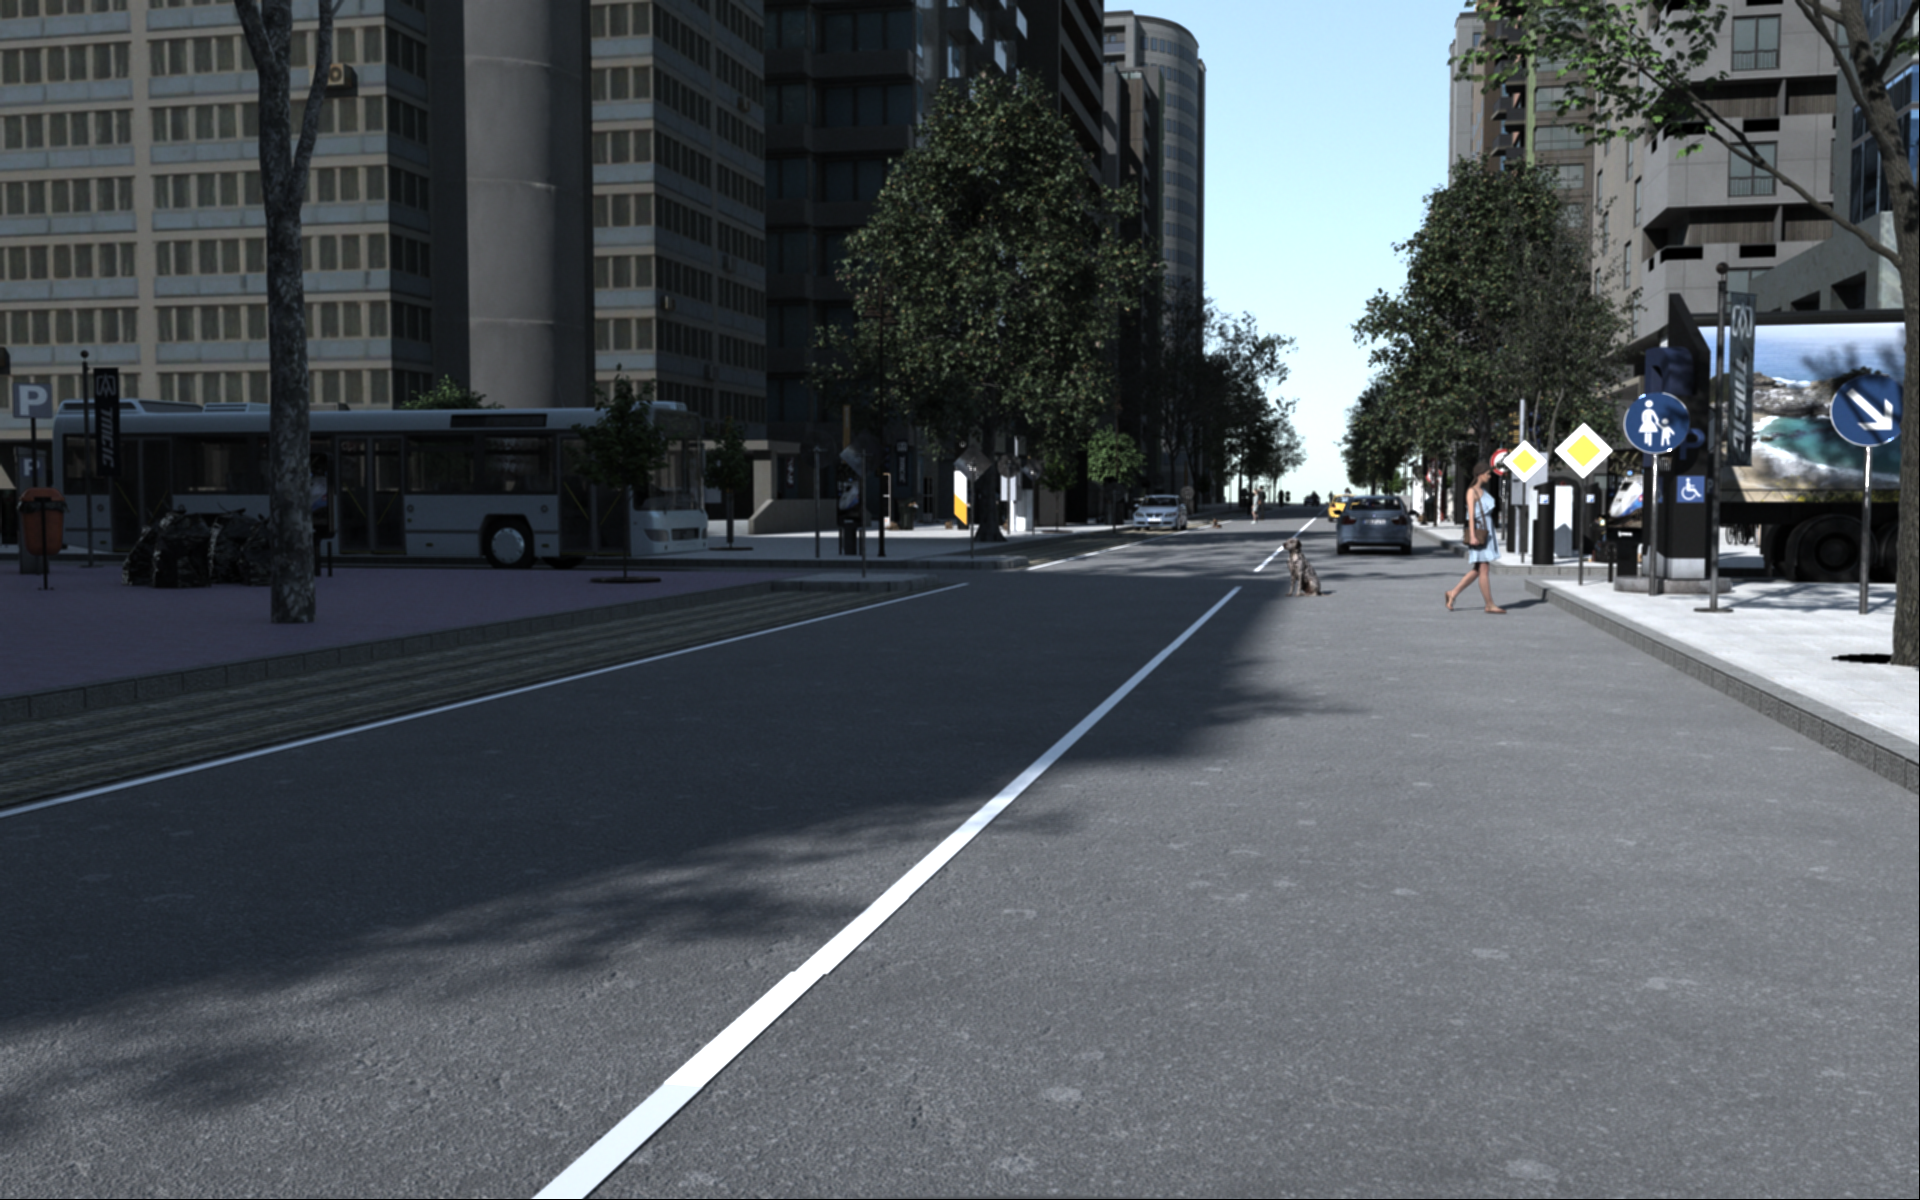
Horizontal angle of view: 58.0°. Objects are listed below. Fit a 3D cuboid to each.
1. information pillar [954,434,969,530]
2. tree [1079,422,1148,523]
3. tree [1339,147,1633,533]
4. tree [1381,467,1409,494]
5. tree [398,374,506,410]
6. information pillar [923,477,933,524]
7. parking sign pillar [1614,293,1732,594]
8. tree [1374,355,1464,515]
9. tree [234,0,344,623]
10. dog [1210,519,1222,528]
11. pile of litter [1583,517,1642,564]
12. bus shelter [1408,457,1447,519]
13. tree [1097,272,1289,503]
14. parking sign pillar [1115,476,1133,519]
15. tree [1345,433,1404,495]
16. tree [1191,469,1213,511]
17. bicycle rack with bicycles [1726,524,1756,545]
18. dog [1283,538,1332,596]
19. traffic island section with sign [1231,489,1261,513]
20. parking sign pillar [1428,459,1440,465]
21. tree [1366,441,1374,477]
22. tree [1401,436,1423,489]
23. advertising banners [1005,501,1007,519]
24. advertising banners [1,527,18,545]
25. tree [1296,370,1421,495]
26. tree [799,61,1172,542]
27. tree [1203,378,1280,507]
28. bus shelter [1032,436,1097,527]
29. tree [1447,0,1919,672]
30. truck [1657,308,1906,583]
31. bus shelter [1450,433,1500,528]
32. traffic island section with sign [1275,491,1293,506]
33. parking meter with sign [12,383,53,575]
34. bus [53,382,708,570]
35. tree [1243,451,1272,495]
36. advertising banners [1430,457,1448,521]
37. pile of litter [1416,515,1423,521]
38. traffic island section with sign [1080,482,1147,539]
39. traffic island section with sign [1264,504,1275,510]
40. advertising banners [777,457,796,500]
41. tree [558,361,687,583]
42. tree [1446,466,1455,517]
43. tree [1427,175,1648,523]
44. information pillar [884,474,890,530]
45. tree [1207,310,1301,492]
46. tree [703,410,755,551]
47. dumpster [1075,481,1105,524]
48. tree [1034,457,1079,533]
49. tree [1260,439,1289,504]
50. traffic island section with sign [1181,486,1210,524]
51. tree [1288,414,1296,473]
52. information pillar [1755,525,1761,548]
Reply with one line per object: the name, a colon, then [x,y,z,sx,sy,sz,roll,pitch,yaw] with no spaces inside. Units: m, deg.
information pillar: [0.046,-4.317,61.930,0.504,3.616,0.183,1,4,23]
tree: [6.833,-5.796,78.481,4.285,4.588,4.351,0,3,0]
tree: [17.533,-8.587,57.413,9.611,12.733,9.660,0,3,0]
tree: [31.461,-7.966,124.843,1.663,3.219,1.824,0,3,0]
tree: [-13.883,-3.893,47.364,4.285,4.588,4.351,0,3,0]
information pillar: [-1.373,-4.238,73.785,0.304,2.012,0.304,2,4,35]
parking sign pillar: [9.389,-2.095,22.719,1.447,3.967,1.447,0,4,5]
tree: [23.010,-8.252,85.280,4.737,8.622,4.395,0,3,0]
tree: [-7.891,-9.787,15.908,12.611,20.169,13.585,0,3,0]
dog: [10.766,-3.230,73.000,0.550,0.427,0.748,1,4,19]
pile of litter: [12.336,-1.138,32.575,1.176,0.858,1.719,1,4,8]
bus shelter: [24.693,-5.950,91.211,2.014,3.302,5.546,1,4,12]
tree: [11.892,-11.376,96.368,12.009,13.543,11.850,0,3,0]
parking sign pillar: [8.501,-6.214,90.064,1.447,3.967,1.447,2,4,29]
tree: [52.030,-18.181,215.379,7.486,12.596,7.792,0,3,0]
tree: [18.625,-8.490,133.414,1.663,3.219,1.824,0,3,0]
bicycle rack with bicycles: [19.740,-1.923,44.819,2.925,0.926,2.852,-3,5,-43]
dog: [4.941,-0.458,24.319,0.800,0.831,0.513,1,4,11]
traffic island section with sign: [21.591,-7.506,131.357,1.989,1.847,2.006,1,4,12]
parking sign pillar: [27.874,-6.958,102.240,1.447,3.967,1.447,0,4,-5]
tree: [36.754,-12.036,147.158,4.737,8.622,4.395,0,3,0]
tree: [21.077,-7.691,76.106,4.360,8.622,3.978,0,3,0]
advertising banners: [2.702,-5.669,88.873,0.090,3.025,2.074,-1,4,-19]
advertising banners: [-24.839,-2.919,43.912,2.074,3.025,0.090,0,4,2]
tree: [41.955,-15.917,170.609,12.009,13.543,11.850,0,3,0]
tree: [0.774,-7.902,46.213,9.611,12.733,9.660,0,3,0]
tree: [27.723,-15.320,168.607,7.486,12.596,7.792,0,3,0]
bus shelter: [4.262,-4.828,70.224,1.731,3.624,6.357,1,4,12]
tree: [7.193,-5.326,12.842,9.928,11.665,9.643,0,3,0]
truck: [16.912,-2.315,26.761,11.283,4.237,2.839,1,4,14]
bus shelter: [20.375,-4.740,68.775,1.731,3.624,6.357,1,4,13]
traffic island section with sign: [39.495,-12.476,212.605,1.989,1.847,2.006,1,4,12]
parking meter with sign: [-15.005,-1.943,28.022,0.543,3.016,1.738,-2,4,-30]
bus: [-10.614,-2.326,32.897,13.247,3.499,2.948,1,4,13]
tree: [36.126,-15.988,211.769,4.737,8.622,4.395,0,3,0]
advertising banners: [22.794,-5.244,81.928,2.074,3.025,0.090,-3,5,-40]
pile of litter: [22.778,-4.290,84.098,1.719,0.858,1.176,-1,4,-19]
traffic island section with sign: [5.012,-2.905,56.128,1.989,1.847,2.006,1,4,12]
traffic island section with sign: [27.399,-9.118,157.705,1.989,1.847,2.006,1,4,12]
advertising banners: [-8.320,-5.032,78.454,2.074,3.025,0.090,-2,4,-35]
tree: [-4.962,-1.885,25.417,1.663,3.219,1.824,0,3,0]
tree: [26.805,-6.251,96.807,1.663,3.219,1.824,0,3,0]
tree: [14.009,-5.550,41.105,4.360,8.622,3.978,0,3,0]
information pillar: [-2.650,-3.516,61.973,0.304,2.012,0.304,0,4,-3]
tree: [29.509,-19.921,181.601,12.611,20.169,13.585,0,3,0]
tree: [-5.221,-2.768,39.853,1.663,3.219,1.824,0,3,0]
dumpster: [5.630,-4.279,75.712,1.264,1.857,1.865,1,4,12]
tree: [3.097,-3.842,57.418,1.663,3.219,1.824,0,3,0]
tree: [44.515,-18.027,245.109,4.360,8.622,3.978,0,3,0]
traffic island section with sign: [10.950,-4.556,83.113,1.989,1.847,2.006,1,4,12]
tree: [46.319,-21.036,254.306,12.009,13.543,11.850,0,3,0]
information pillar: [19.320,-2.269,41.588,0.304,2.012,0.304,0,4,7]
